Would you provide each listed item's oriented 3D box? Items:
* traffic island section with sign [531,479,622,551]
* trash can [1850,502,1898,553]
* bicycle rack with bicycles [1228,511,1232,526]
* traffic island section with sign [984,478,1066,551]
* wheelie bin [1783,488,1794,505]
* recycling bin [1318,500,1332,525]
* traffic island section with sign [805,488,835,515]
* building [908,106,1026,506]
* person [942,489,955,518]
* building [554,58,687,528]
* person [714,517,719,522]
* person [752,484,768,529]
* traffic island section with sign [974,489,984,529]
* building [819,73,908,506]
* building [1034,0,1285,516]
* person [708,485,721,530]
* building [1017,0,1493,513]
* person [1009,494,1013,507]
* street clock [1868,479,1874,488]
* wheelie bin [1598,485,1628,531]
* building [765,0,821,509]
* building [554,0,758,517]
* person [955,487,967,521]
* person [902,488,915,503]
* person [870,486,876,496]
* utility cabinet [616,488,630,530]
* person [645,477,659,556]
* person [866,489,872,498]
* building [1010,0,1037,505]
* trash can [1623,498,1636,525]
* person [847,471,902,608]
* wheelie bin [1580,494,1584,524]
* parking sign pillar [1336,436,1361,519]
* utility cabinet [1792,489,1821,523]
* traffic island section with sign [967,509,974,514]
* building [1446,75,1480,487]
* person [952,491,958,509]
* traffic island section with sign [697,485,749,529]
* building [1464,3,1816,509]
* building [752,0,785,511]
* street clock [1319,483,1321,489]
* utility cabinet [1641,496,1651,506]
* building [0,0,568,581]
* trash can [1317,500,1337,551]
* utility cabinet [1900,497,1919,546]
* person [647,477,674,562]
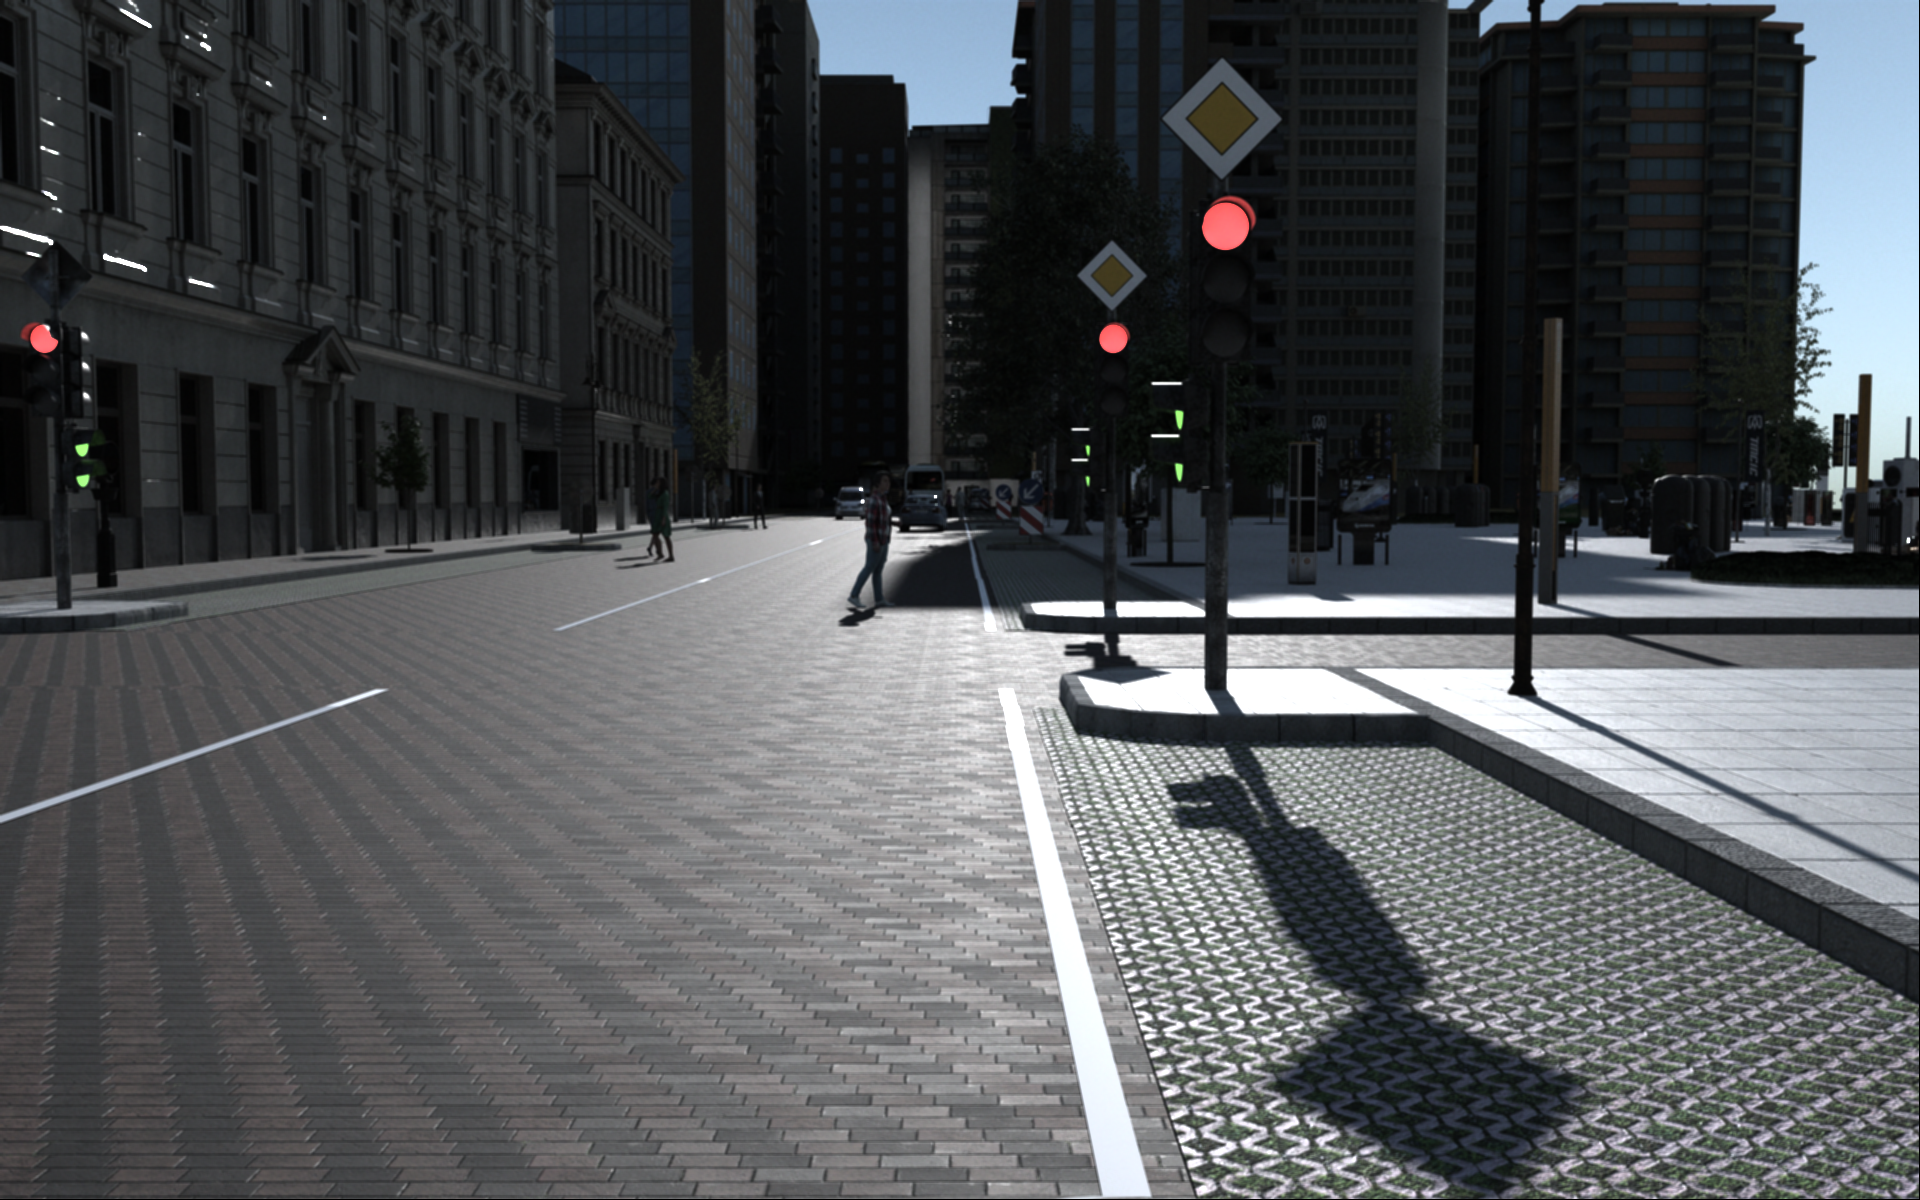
[{"bbox_3d":[-9.740,-2.179,44.255,1.989,1.847,2.006,0,3,0],"label":"traffic island section with sign"},{"bbox_3d":[16.132,-1.159,30.610,0.748,1.137,0.748,0,3,0],"label":"trash can"},{"bbox_3d":[9.723,-3.441,69.650,2.852,0.926,2.925,1,4,21],"label":"bicycle rack with bicycles"},{"bbox_3d":[1.688,-2.194,44.503,1.989,1.847,2.006,0,3,0],"label":"traffic island section with sign"},{"bbox_3d":[43.567,-5.073,90.848,0.693,1.594,0.980,0,4,7],"label":"wheelie bin"},{"bbox_3d":[14.864,-3.600,71.410,0.722,1.027,0.722,0,4,-8],"label":"recycling bin"},{"bbox_3d":[-9.786,-6.882,121.152,1.989,1.847,2.006,0,3,0],"label":"traffic island section with sign"},{"bbox_3d":[1.413,-30.734,186.098,14.086,41.232,14.154,0,3,0],"label":"building"},{"bbox_3d":[-0.598,-5.715,102.616,1.217,1.739,0.721,-3,4,-38],"label":"person"},{"bbox_3d":[-18.266,-12.755,73.169,10.561,19.102,19.286,0,3,0],"label":"building"},{"bbox_3d":[-10.513,-3.693,73.889,0.505,1.210,0.382,3,5,40],"label":"person"},{"bbox_3d":[-8.192,-3.838,71.020,0.659,1.850,0.755,-3,5,-39],"label":"person"},{"bbox_3d":[1.675,-3.847,71.530,1.989,1.847,2.006,0,3,0],"label":"traffic island section with sign"},{"bbox_3d":[-12.729,-32.750,185.581,14.200,45.320,14.600,0,3,0],"label":"building"},{"bbox_3d":[11.902,-28.045,108.646,14.600,45.320,14.200,0,3,0],"label":"building"},{"bbox_3d":[-9.871,-3.713,69.307,0.391,1.810,0.635,-3,4,-36],"label":"person"},{"bbox_3d":[20.602,-26.671,127.959,32.217,40.220,23.993,0,3,0],"label":"building"},{"bbox_3d":[5.083,-10.284,176.267,0.705,1.869,1.348,3,4,37],"label":"person"},{"bbox_3d":[44.339,-4.893,84.577,0.471,2.002,0.358,3,5,44],"label":"street clock"},{"bbox_3d":[22.711,-3.207,60.348,0.980,1.594,0.693,0,4,0],"label":"wheelie bin"},{"bbox_3d":[-24.111,-32.690,158.182,21.600,48.544,21.300,0,3,0],"label":"building"},{"bbox_3d":[-19.699,-27.604,101.435,14.600,45.320,14.200,0,3,0],"label":"building"},{"bbox_3d":[0.015,-5.037,90.952,0.635,1.810,0.391,-3,5,-42],"label":"person"},{"bbox_3d":[-2.996,-5.896,104.879,0.705,1.826,1.348,-3,5,-43],"label":"person"},{"bbox_3d":[-4.425,-4.904,88.661,0.573,1.828,0.580,-1,4,-22],"label":"person"},{"bbox_3d":[-11.951,-3.221,61.341,0.318,1.500,1.173,0,4,-1],"label":"utility cabinet"},{"bbox_3d":[-7.122,-1.944,40.307,0.581,1.822,0.654,3,4,38],"label":"person"},{"bbox_3d":[-6.195,-6.707,118.696,0.750,1.759,0.617,-1,4,-16],"label":"person"},{"bbox_3d":[15.715,-30.572,154.479,22.147,44.769,28.867,0,3,0],"label":"building"},{"bbox_3d":[23.693,-3.065,61.764,0.748,1.137,0.748,0,3,0],"label":"trash can"},{"bbox_3d":[-1.078,-0.772,21.957,0.643,1.720,0.563,1,4,11],"label":"person"},{"bbox_3d":[26.623,-4.119,75.248,0.693,1.594,0.980,-1,4,-15],"label":"wheelie bin"},{"bbox_3d":[18.268,-5.637,80.638,1.447,3.967,1.447,0,4,-2],"label":"parking sign pillar"},{"bbox_3d":[37.636,-4.178,76.991,1.173,1.500,0.318,0,4,-7],"label":"utility cabinet"},{"bbox_3d":[1.637,-6.926,121.867,1.989,1.847,2.006,0,3,0],"label":"traffic island section with sign"},{"bbox_3d":[39.363,-29.260,161.997,14.086,41.232,14.154,0,3,0],"label":"building"},{"bbox_3d":[-0.230,-9.569,164.962,0.705,1.824,1.348,3,5,42],"label":"person"},{"bbox_3d":[-9.742,-3.842,71.437,1.989,1.847,2.006,0,3,0],"label":"traffic island section with sign"},{"bbox_3d":[61.032,-30.763,157.597,28.867,44.769,22.147,0,3,0],"label":"building"},{"bbox_3d":[-24.328,-28.660,123.217,22.147,44.769,28.867,0,3,0],"label":"building"},{"bbox_3d":[17.886,-5.039,86.963,0.471,2.002,0.358,1,4,19],"label":"street clock"},{"bbox_3d":[27.689,-3.589,69.849,0.306,1.237,1.020,1,4,11],"label":"utility cabinet"},{"bbox_3d":[-21.958,-16.194,41.189,17.030,29.872,44.131,0,3,0],"label":"building"},{"bbox_3d":[8.123,-1.678,39.085,0.748,1.137,0.748,0,3,0],"label":"trash can"},{"bbox_3d":[22.045,-1.762,39.971,1.020,1.237,0.306,-3,4,-37],"label":"utility cabinet"},{"bbox_3d":[-6.267,-1.702,36.574,0.529,1.795,0.600,-2,4,-32],"label":"person"}]
